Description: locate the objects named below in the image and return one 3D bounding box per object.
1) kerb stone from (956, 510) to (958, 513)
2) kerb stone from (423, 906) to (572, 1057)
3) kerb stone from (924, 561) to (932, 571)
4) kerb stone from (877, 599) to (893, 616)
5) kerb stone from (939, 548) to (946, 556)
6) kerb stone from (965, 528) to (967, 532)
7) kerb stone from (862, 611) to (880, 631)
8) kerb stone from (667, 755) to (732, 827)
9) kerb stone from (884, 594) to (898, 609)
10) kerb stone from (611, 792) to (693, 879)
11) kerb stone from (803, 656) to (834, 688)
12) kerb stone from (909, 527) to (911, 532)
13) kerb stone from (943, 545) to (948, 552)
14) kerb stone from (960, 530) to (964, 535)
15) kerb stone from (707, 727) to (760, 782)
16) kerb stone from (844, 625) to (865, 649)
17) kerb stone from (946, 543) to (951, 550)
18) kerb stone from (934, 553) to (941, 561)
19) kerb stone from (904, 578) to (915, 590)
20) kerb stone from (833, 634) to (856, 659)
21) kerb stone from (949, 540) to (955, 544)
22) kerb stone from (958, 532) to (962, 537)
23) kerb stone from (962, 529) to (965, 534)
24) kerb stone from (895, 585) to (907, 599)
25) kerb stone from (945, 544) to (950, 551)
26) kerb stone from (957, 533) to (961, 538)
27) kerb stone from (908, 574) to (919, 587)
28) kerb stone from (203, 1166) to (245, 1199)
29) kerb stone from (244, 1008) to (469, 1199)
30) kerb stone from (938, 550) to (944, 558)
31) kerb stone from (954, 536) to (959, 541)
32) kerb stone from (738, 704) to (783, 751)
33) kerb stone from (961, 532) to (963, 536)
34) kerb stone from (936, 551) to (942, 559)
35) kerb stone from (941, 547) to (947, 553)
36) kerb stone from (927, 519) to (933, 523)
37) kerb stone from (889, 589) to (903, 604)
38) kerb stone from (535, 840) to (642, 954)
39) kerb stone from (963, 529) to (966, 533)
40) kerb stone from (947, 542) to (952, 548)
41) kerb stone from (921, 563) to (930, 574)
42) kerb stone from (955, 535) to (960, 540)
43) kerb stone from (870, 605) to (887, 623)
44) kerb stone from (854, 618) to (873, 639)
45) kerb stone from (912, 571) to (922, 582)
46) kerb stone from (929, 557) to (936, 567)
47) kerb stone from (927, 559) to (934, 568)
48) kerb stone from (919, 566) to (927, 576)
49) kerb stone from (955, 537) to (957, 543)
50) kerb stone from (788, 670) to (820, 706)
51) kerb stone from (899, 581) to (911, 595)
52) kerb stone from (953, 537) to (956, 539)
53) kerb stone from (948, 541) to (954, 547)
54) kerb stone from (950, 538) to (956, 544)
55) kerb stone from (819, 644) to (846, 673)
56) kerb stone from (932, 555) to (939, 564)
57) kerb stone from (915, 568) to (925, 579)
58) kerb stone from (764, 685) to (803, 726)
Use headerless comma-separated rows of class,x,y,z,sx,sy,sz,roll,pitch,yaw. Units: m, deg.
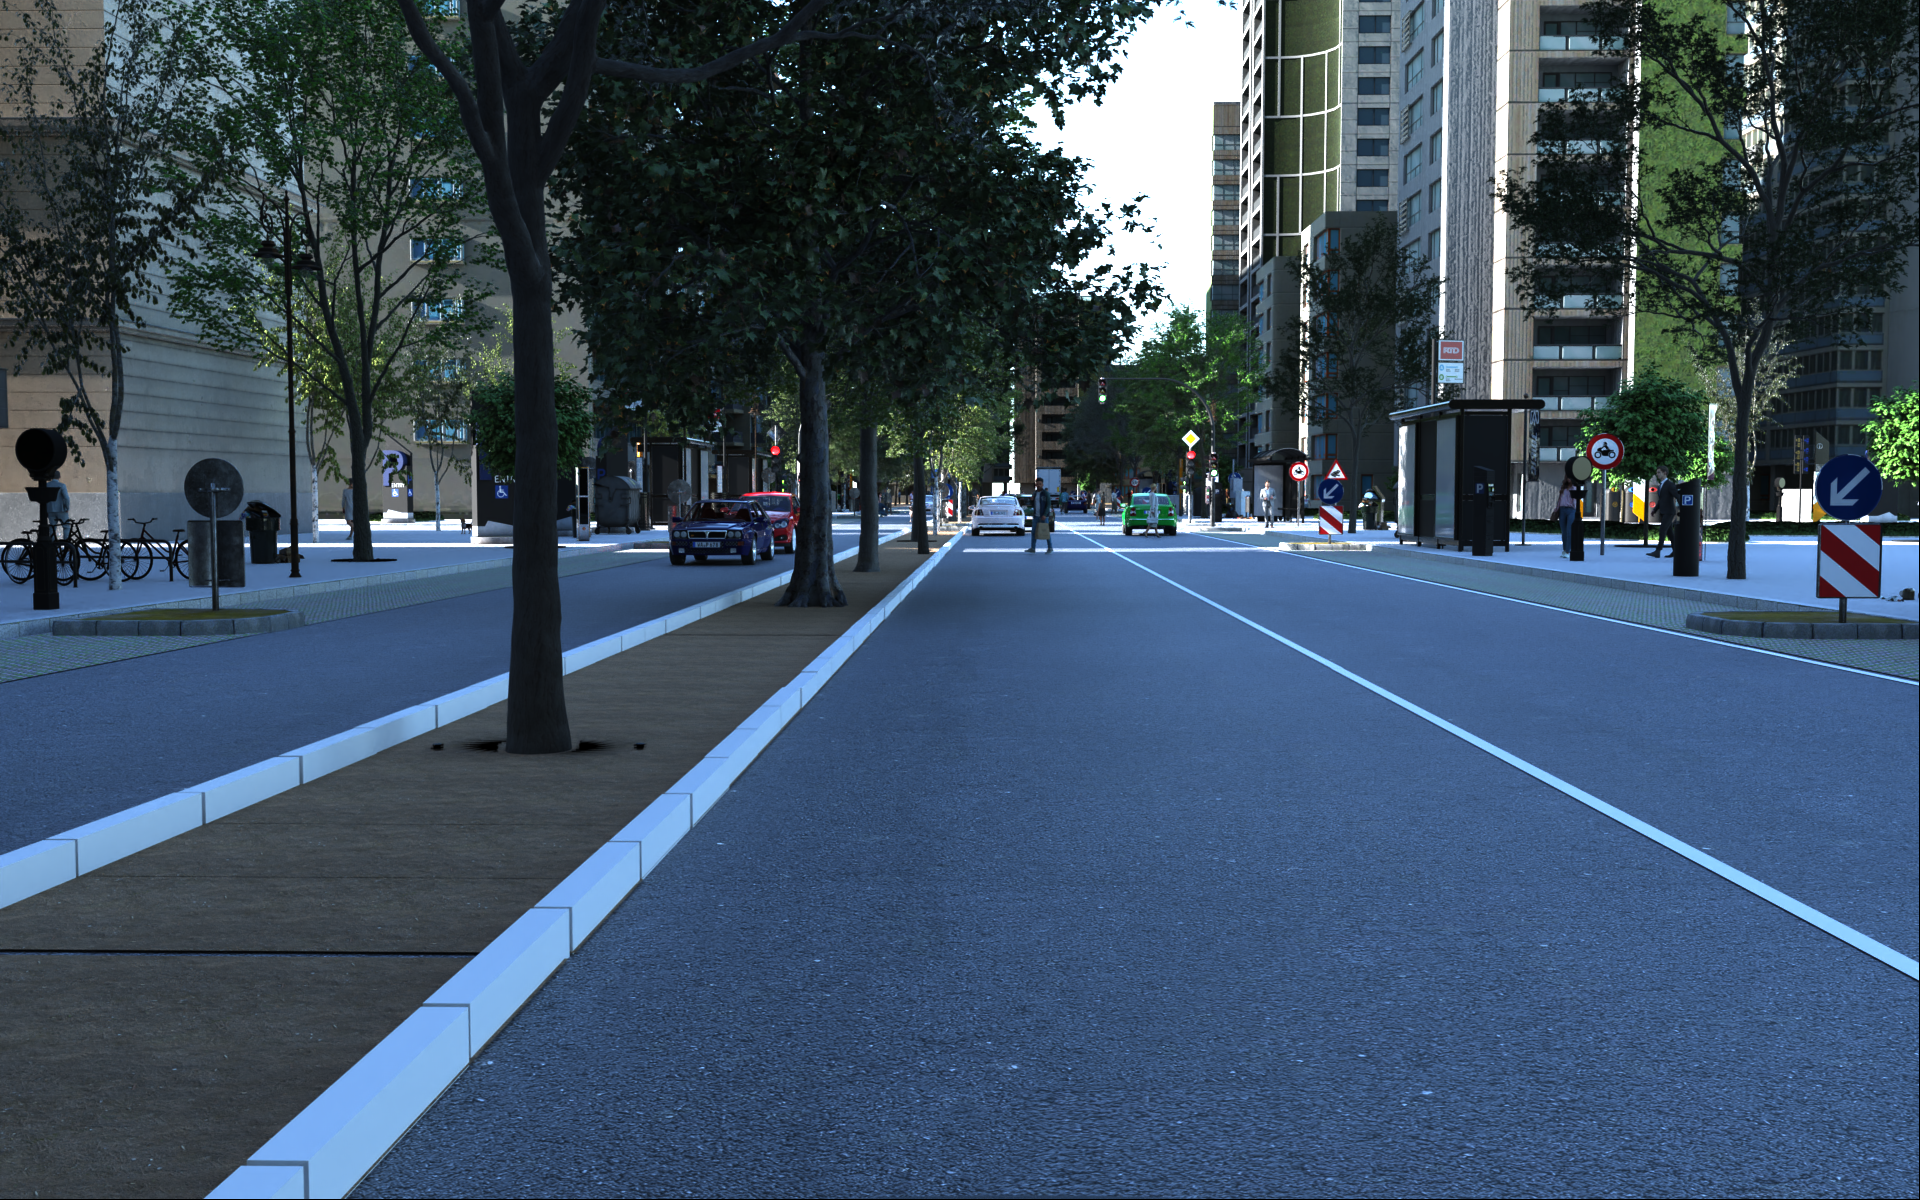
kerb stone,-0.043,-7.372,142.756,0.120,0.150,1.000,0,4,1
kerb stone,-1.281,1.060,4.864,0.120,0.150,1.000,0,4,1
kerb stone,-0.634,-0.566,31.499,0.120,0.150,1.000,0,4,1
kerb stone,-0.902,0.121,20.225,0.120,0.150,1.000,0,4,1
kerb stone,-0.454,-1.008,38.674,0.120,0.150,1.000,0,4,1
kerb stone,0.079,-2.385,61.197,0.120,0.150,1.000,0,4,1
kerb stone,-0.958,0.251,18.168,0.120,0.150,1.000,0,4,1
kerb stone,-1.194,0.873,7.929,0.120,0.150,1.000,0,4,1
kerb stone,-0.883,0.063,21.247,0.120,0.150,1.000,0,4,1
kerb stone,-1.226,0.935,6.907,0.120,0.150,1.000,0,4,1
kerb stone,-1.077,0.560,13.041,0.120,0.150,1.000,0,4,1
kerb stone,-1.964,-2.513,63.282,0.120,0.150,1.000,0,4,1
kerb stone,-0.415,-1.133,40.724,0.120,0.150,1.000,0,4,1
kerb stone,-0.016,-2.135,57.104,0.120,0.150,1.000,0,4,1
kerb stone,-1.176,0.810,8.950,0.120,0.150,1.000,0,4,1
kerb stone,-1.004,0.374,16.120,0.120,0.150,1.000,0,4,1
kerb stone,-0.356,-1.256,42.767,0.120,0.150,1.000,0,4,1
kerb stone,-0.529,-0.816,35.602,0.120,0.150,1.000,0,4,1
kerb stone,-0.783,-0.192,25.340,0.120,0.150,1.000,0,4,1
kerb stone,-1.032,0.438,15.098,0.120,0.150,1.000,0,4,1
kerb stone,-0.281,-1.444,45.834,0.120,0.150,1.000,0,4,1
kerb stone,-0.086,-1.941,54.026,0.120,0.150,1.000,0,4,1
kerb stone,0.006,-2.198,58.126,0.120,0.150,1.000,0,4,1
kerb stone,-0.829,-0.065,23.294,0.120,0.150,1.000,0,4,1
kerb stone,-0.389,-1.191,41.746,0.120,0.150,1.000,0,4,1
kerb stone,-0.111,-1.876,53.005,0.120,0.150,1.000,0,4,1
kerb stone,-0.749,-0.255,26.366,0.120,0.150,1.000,0,4,1
kerb stone,-1.325,1.186,2.811,0.120,0.150,1.000,0,4,1
kerb stone,-1.301,1.123,3.836,0.120,0.150,1.000,0,4,1
kerb stone,-0.484,-0.943,37.649,0.120,0.150,1.000,0,4,1
kerb stone,-0.187,-1.696,49.930,0.120,0.150,1.000,0,4,1
kerb stone,-1.155,0.748,9.972,0.120,0.150,1.000,0,4,1
kerb stone,-0.061,-2.010,55.060,0.120,0.150,1.000,0,4,1
kerb stone,-0.504,-0.883,36.625,0.120,0.150,1.000,0,4,1
kerb stone,-0.426,-1.068,39.696,0.120,0.150,1.000,0,4,1
kerb stone,-1.422,-3.865,85.390,0.120,0.150,1.000,0,4,1
kerb stone,-0.859,-0.003,22.273,0.120,0.150,1.000,0,4,1
kerb stone,-1.253,0.998,5.886,0.120,0.150,1.000,0,4,1
kerb stone,0.038,-2.260,59.147,0.120,0.150,1.000,0,4,1
kerb stone,-0.339,-1.319,43.790,0.120,0.150,1.000,0,4,1
kerb stone,-0.652,-0.506,30.468,0.120,0.150,1.000,0,4,1
kerb stone,-0.156,-1.755,50.961,0.120,0.150,1.000,0,4,1
kerb stone,-0.935,0.186,19.198,0.120,0.150,1.000,0,4,1
kerb stone,-0.986,0.312,17.144,0.120,0.150,1.000,0,4,1
kerb stone,-0.731,-0.313,27.388,0.120,0.150,1.000,0,4,1
kerb stone,-0.585,-0.688,33.554,0.120,0.150,1.000,0,4,1
kerb stone,-0.607,-0.632,32.525,0.120,0.150,1.000,0,4,1
kerb stone,-0.684,-0.443,29.439,0.120,0.150,1.000,0,4,1
kerb stone,-0.215,-1.633,48.901,0.120,0.150,1.000,0,4,1
kerb stone,-1.099,0.629,12.019,0.120,0.150,1.000,0,4,1
kerb stone,-0.809,-0.130,24.316,0.120,0.150,1.000,0,4,1
kerb stone,-0.240,-1.571,47.880,0.120,0.150,1.000,0,4,1
kerb stone,-0.304,-1.383,44.812,0.120,0.150,1.000,0,4,1
kerb stone,-0.261,-1.508,46.855,0.120,0.150,1.000,0,4,1
kerb stone,-1.053,0.497,14.069,0.120,0.150,1.000,0,4,1
kerb stone,-0.551,-0.757,34.576,0.120,0.150,1.000,0,4,1
kerb stone,-0.704,-0.380,28.414,0.120,0.150,1.000,0,4,1
kerb stone,-1.132,0.685,10.998,0.120,0.150,1.000,0,4,1
